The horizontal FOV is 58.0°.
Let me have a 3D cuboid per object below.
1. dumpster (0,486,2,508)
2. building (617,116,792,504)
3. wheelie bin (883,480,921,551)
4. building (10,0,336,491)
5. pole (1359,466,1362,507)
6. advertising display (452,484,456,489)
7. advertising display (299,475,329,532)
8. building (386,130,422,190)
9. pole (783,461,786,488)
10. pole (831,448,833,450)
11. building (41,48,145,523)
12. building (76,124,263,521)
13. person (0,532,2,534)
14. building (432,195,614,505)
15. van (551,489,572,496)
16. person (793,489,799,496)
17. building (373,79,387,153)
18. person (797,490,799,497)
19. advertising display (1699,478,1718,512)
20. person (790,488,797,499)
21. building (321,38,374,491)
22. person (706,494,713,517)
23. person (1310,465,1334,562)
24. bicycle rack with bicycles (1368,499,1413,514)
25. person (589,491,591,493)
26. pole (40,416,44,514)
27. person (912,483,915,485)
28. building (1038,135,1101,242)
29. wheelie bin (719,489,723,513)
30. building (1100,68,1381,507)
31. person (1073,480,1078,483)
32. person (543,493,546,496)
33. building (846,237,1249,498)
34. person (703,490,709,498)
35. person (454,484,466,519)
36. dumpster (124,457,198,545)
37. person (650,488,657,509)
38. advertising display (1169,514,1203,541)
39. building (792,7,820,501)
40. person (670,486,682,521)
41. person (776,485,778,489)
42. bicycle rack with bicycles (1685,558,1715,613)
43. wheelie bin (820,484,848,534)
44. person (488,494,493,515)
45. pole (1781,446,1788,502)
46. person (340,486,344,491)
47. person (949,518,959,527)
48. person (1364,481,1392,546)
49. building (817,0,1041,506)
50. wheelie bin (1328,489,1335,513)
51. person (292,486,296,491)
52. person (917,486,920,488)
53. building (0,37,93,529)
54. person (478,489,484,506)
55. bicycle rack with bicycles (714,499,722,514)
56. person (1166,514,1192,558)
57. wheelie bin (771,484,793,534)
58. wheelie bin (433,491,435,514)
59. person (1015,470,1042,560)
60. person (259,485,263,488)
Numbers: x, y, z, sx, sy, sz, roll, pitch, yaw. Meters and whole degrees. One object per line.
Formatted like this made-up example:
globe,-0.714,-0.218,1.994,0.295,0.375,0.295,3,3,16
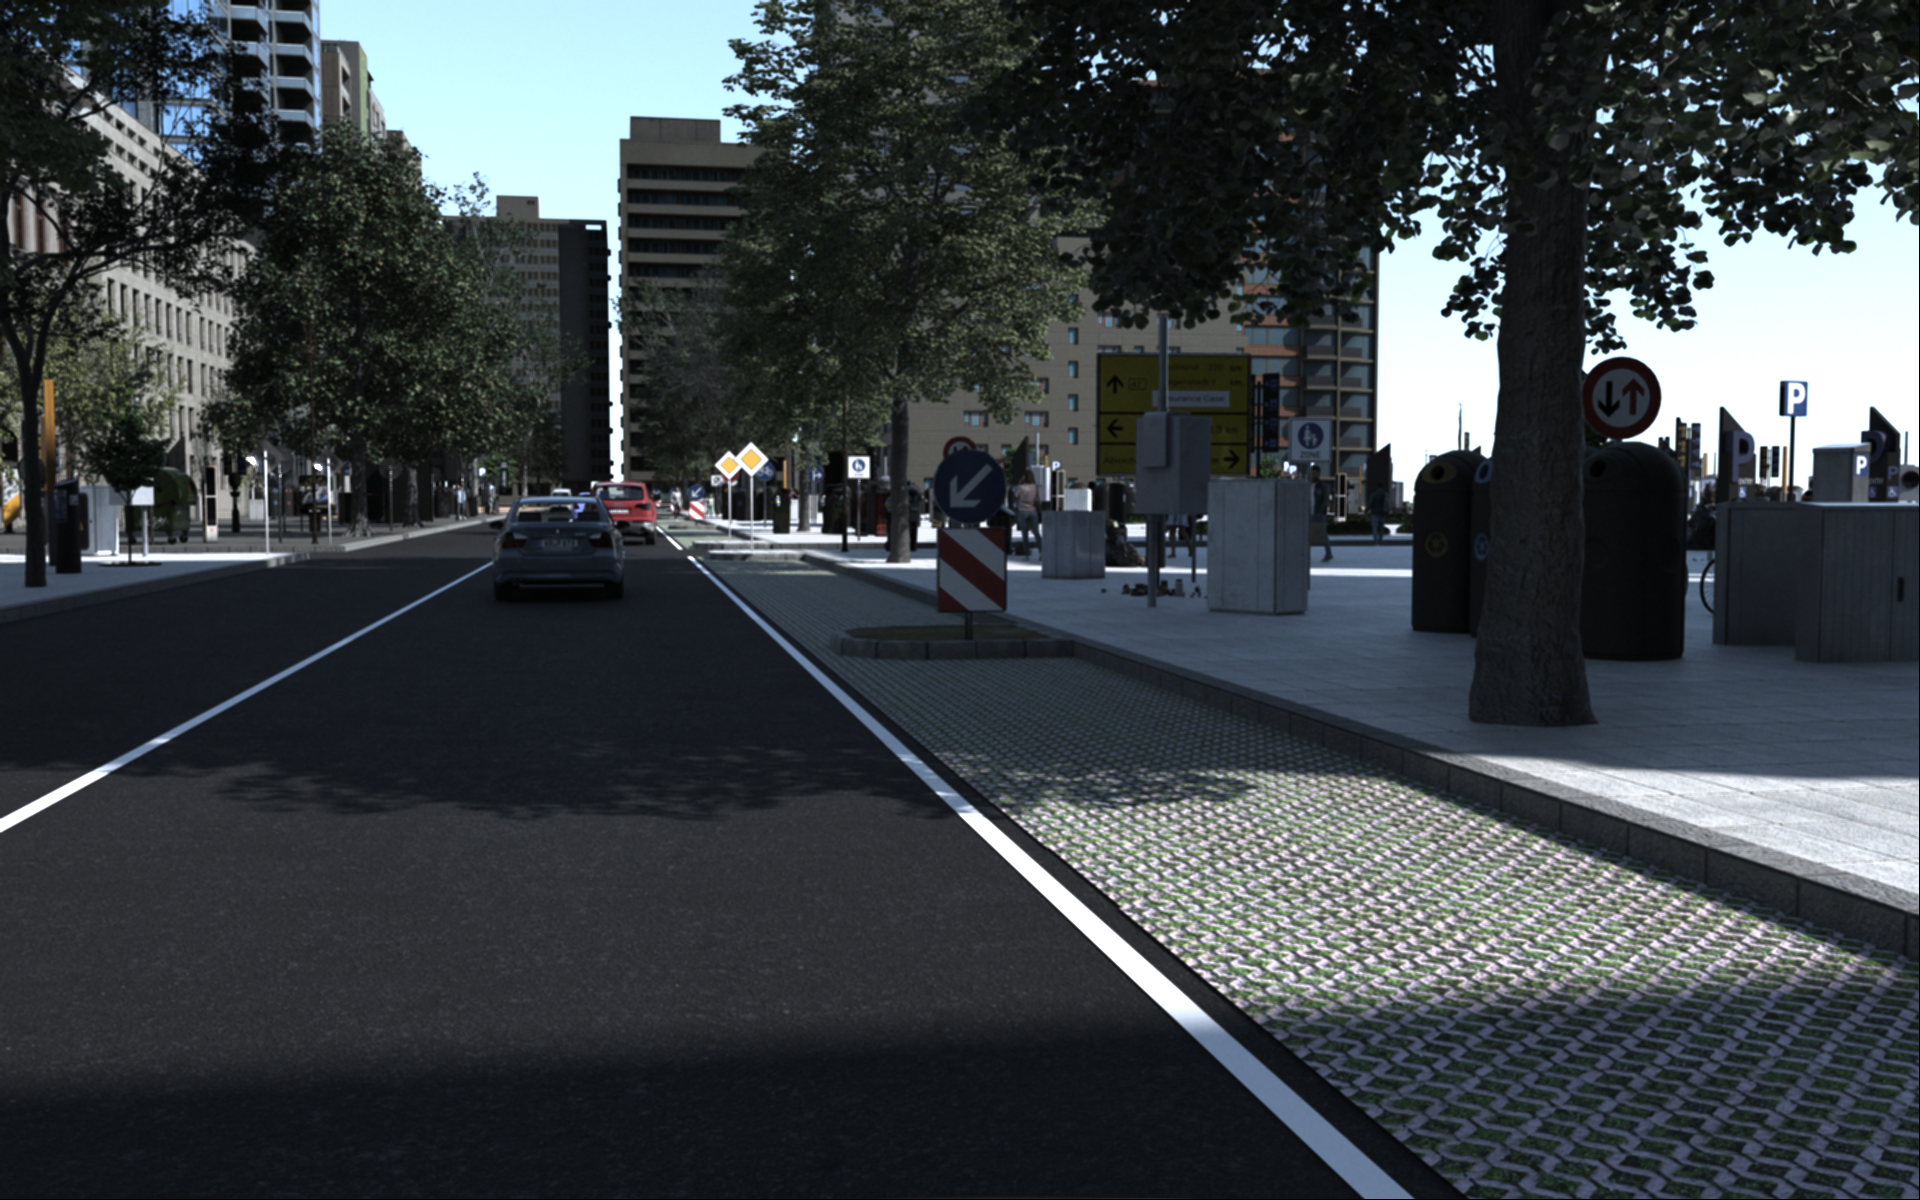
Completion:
dumpster,-18.703,-1.790,31.758,1.502,2.255,1.985,-1,4,-11
building,-33.662,-36.894,226.919,21.600,48.544,21.300,-1,4,-11
wheelie bin,-1.277,-1.902,39.004,0.693,1.594,0.980,2,4,29
building,-58.566,-49.773,126.466,22.319,86.520,31.000,-1,4,-11
pole,28.733,-7.982,124.346,0.158,3.312,0.155,0,3,0
advertising display,-33.761,-6.752,115.613,0.123,1.923,0.974,0,4,-5
advertising display,-22.016,-3.294,59.074,0.974,1.923,0.123,-1,4,-13
building,-79.469,-36.361,218.206,21.600,48.544,21.300,-1,4,-11
pole,-10.665,-6.811,105.208,0.158,3.312,0.155,0,3,0
pole,-5.492,-4.951,74.797,0.158,3.312,0.155,0,3,0
building,-43.873,-13.918,82.313,10.420,20.320,16.860,-1,4,-11
building,-47.080,-14.929,98.835,10.420,20.320,16.860,-1,4,-11
person,-31.333,-3.032,55.891,0.573,1.790,0.520,1,4,9
building,-58.036,-32.800,228.163,23.993,40.220,32.217,-1,4,-11
van,-30.654,-7.715,133.148,2.013,2.044,4.112,-1,4,-10
person,-17.067,-10.615,179.553,1.348,1.831,0.705,3,4,36
building,-62.970,-29.615,167.792,14.086,41.232,14.154,-1,4,-11
person,-17.714,-11.143,188.781,0.434,1.755,0.990,0,4,-3
advertising display,29.623,-3.873,68.537,0.123,1.923,0.974,-1,4,-15
person,-12.042,-7.125,123.261,1.217,1.743,0.721,1,4,22
building,-59.432,-28.563,150.606,14.154,41.232,14.086,-1,4,-11
person,-14.080,-5.322,97.304,0.306,1.304,0.590,-3,5,-42
person,6.721,-1.625,32.602,0.713,1.824,0.794,-1,4,-14
bicycle rack with bicycles,21.250,-4.362,84.698,2.925,0.926,2.852,0,4,1
person,-31.420,-8.468,147.641,0.721,1.739,1.217,0,4,3
pole,-23.988,-3.158,45.476,0.158,3.312,0.155,0,3,0
person,-2.516,-5.443,94.403,0.474,1.900,0.648,2,4,24
building,17.819,-37.554,237.717,21.600,48.544,21.300,-1,4,-11
wheelie bin,-15.276,-6.462,113.556,0.980,1.594,0.693,-1,4,-22
building,29.661,-32.191,180.940,28.867,44.769,22.147,-1,4,-11
person,4.033,-3.680,66.429,1.509,1.804,0.699,1,4,12
person,-42.577,-10.291,177.526,0.991,1.433,0.599,-2,4,-27
building,5.760,-18.322,144.605,27.650,21.520,28.899,-1,4,-11
person,-24.648,-9.826,167.487,1.217,1.735,0.721,-1,4,-9
person,-25.765,-5.077,89.309,0.793,1.790,0.793,1,4,18
dumpster,-20.643,-2.574,44.574,1.502,2.255,1.985,-1,4,-11
person,-19.751,-6.300,111.470,0.622,1.834,0.822,2,4,27
advertising display,6.224,-2.604,47.791,0.974,1.923,0.123,1,4,16
building,-7.998,-56.201,231.551,31.000,86.520,22.319,-1,4,-11
person,-14.913,-5.047,90.860,0.661,1.843,0.795,-2,4,-31
person,-10.680,-5.780,100.797,0.529,1.795,0.600,-3,5,-43
bicycle rack with bicycles,8.024,-0.350,19.111,2.925,0.926,2.852,-3,4,-38
wheelie bin,-4.037,-2.941,56.000,0.693,1.594,0.980,3,5,45
person,-28.622,-5.829,105.624,0.425,1.301,0.394,1,4,19
pole,35.006,-4.874,73.534,0.158,3.312,0.155,0,3,0
person,-40.709,-6.605,114.275,0.529,1.795,0.600,0,4,6
person,-0.047,-1.745,34.841,0.573,1.790,0.520,-2,4,-32
person,11.161,-2.280,46.121,0.623,1.781,0.721,-1,4,-20
building,-3.432,-38.454,170.724,21.231,58.520,28.212,-1,4,-11
wheelie bin,24.731,-6.518,114.471,0.693,1.594,0.980,2,4,30
person,-44.097,-6.656,114.737,0.638,1.841,0.748,0,4,-5
person,-2.819,-6.608,114.185,0.679,1.850,0.850,-1,4,-16
building,-40.740,-13.906,63.526,11.583,22.565,21.152,-1,4,-11
person,-52.117,-11.188,188.924,0.705,1.831,1.348,1,4,19
bicycle rack with bicycles,-16.737,-6.413,118.232,2.925,0.926,2.852,0,4,2
person,4.401,-1.765,35.000,0.616,1.811,0.778,3,5,42
wheelie bin,-5.765,-2.944,56.050,0.693,1.594,0.980,0,4,-6
wheelie bin,-31.043,-5.827,103.184,0.693,1.594,0.980,1,4,20
person,1.394,-1.649,33.590,0.593,1.750,0.643,-1,4,-12
person,-41.395,-5.896,102.653,0.699,1.804,1.509,-2,4,-29
